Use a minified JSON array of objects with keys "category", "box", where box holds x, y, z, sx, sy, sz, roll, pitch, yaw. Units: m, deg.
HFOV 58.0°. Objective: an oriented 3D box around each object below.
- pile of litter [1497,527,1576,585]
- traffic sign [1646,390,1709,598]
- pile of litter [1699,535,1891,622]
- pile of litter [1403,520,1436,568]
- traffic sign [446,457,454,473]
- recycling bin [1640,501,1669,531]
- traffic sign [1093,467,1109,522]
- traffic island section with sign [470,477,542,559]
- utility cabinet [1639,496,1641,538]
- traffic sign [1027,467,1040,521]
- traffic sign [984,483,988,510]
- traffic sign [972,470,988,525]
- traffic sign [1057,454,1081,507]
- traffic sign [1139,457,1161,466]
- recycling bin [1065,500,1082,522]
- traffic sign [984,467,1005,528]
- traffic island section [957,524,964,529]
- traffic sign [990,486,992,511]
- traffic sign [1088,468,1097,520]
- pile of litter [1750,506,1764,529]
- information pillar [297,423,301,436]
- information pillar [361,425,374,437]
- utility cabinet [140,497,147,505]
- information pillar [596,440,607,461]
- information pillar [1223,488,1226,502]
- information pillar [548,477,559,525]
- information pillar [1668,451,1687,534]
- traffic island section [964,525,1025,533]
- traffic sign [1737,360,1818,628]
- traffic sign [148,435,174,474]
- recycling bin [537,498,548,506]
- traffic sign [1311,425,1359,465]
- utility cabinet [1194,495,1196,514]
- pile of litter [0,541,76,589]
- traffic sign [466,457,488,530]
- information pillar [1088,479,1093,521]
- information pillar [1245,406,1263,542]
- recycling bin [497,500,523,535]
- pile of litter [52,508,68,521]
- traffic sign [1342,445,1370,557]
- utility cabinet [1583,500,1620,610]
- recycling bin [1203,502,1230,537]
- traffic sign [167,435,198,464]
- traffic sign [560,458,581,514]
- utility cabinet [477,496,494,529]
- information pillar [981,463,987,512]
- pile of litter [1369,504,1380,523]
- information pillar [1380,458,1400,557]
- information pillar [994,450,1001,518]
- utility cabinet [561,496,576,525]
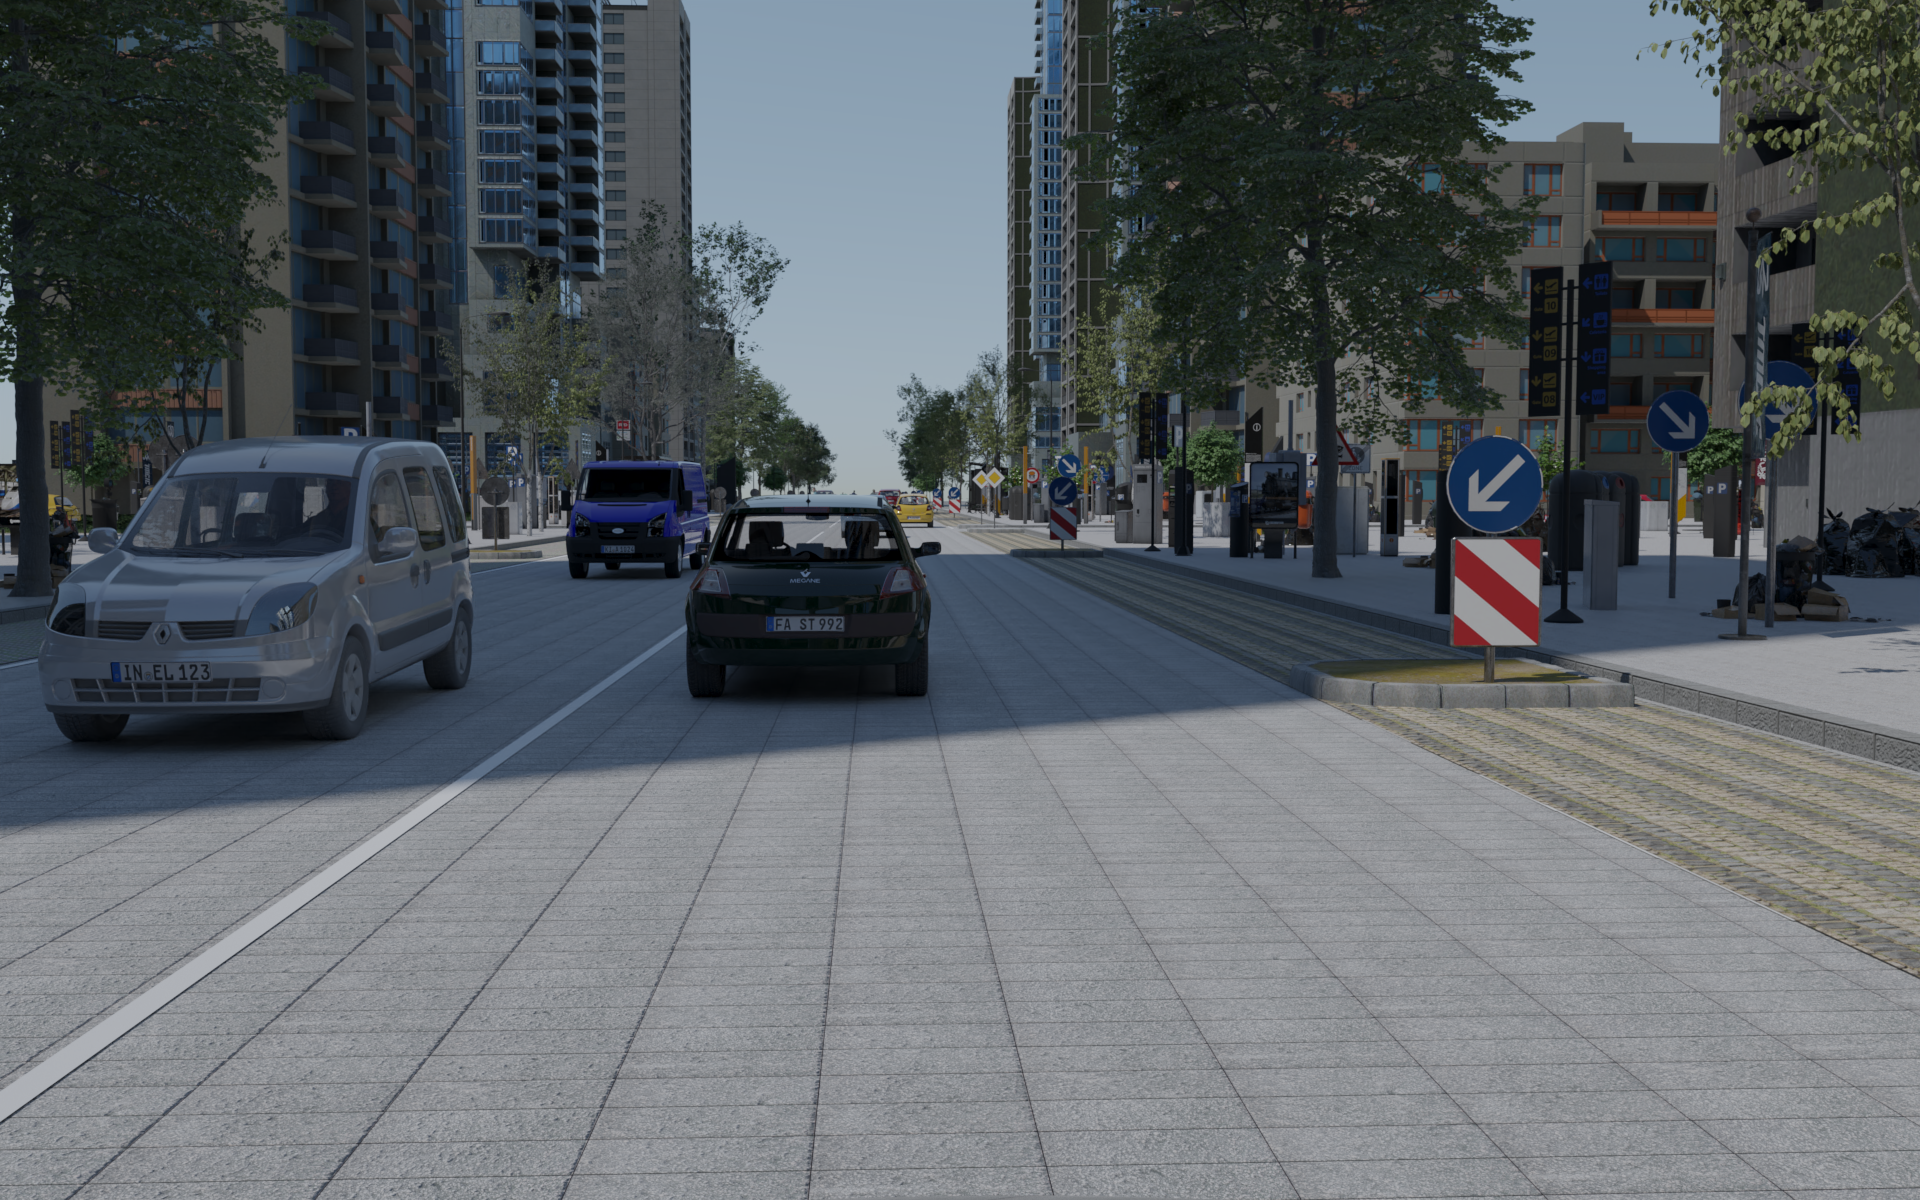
[{"category":"pile of litter","box":[7.870,-0.660,24.764,1.719,0.858,1.176,2,4,31]},{"category":"traffic sign","box":[8.772,-1.294,21.260,0.768,2.556,0.104,0,4,0]},{"category":"pile of litter","box":[8.584,-0.234,17.791,1.719,0.858,1.176,3,5,43]},{"category":"pile of litter","box":[8.335,-0.997,30.261,1.176,0.858,1.719,0,4,8]},{"category":"traffic sign","box":[-17.417,-3.558,58.284,0.768,2.556,0.104,0,4,6]},{"category":"recycling bin","box":[24.087,-2.907,60.081,0.722,1.027,0.722,0,4,3]},{"category":"traffic sign","box":[6.506,-4.902,80.249,0.768,2.556,0.104,0,4,3]},{"category":"traffic island section with sign","box":[-10.420,-1.836,38.642,1.989,1.847,2.006,0,4,-3]},{"category":"utility cabinet","box":[19.291,-2.405,50.490,0.306,1.237,1.020,-3,5,-42]},{"category":"traffic sign","box":[3.411,-5.023,82.225,0.768,2.556,0.104,0,4,-1]},{"category":"traffic sign","box":[1.802,-7.595,124.185,0.884,2.594,0.081,0,4,5]},{"category":"traffic sign","box":[0.903,-4.211,72.491,0.795,2.450,0.064,0,4,-3]},{"category":"traffic sign","box":[3.473,-3.365,55.127,0.768,2.556,0.104,0,4,-1]},{"category":"traffic sign","box":[6.253,-3.489,57.150,0.768,2.556,0.104,0,4,5]},{"category":"recycling bin","box":[5.387,-4.323,83.243,0.722,1.027,0.722,2,4,23]},{"category":"traffic sign","box":[1.283,-3.723,64.515,0.795,2.450,0.064,0,4,-3]},{"category":"traffic island section","box":[0.926,-3.076,72.569,2.009,0.180,2.903,0,4,-3]},{"category":"traffic sign","box":[2.215,-7.614,124.591,0.768,2.556,0.104,0,4,-1]},{"category":"traffic sign","box":[6.477,-5.155,84.383,0.768,2.556,0.104,0,4,-2]},{"category":"pile of litter","box":[29.718,-3.109,64.796,1.719,0.858,1.176,2,4,31]},{"category":"information pillar","box":[-21.825,-4.031,57.268,0.183,3.616,0.504,-2,4,-26]},{"category":"information pillar","box":[-20.263,-4.158,59.345,0.504,3.616,0.183,-3,5,-42]},{"category":"utility cabinet","box":[-15.167,-1.354,33.297,1.020,1.237,0.306,0,4,-4]},{"category":"information pillar","box":[-15.556,-5.122,75.098,0.504,3.616,0.183,1,4,9]},{"category":"information pillar","box":[12.889,-5.690,84.380,0.183,3.616,0.504,1,4,11]},{"category":"information pillar","box":[-17.112,-4.185,72.911,0.304,2.012,0.304,2,4,30]},{"category":"information pillar","box":[22.970,-3.916,55.380,0.504,3.616,0.183,0,4,3]},{"category":"traffic island section","box":[1.307,-2.588,64.593,2.009,0.180,2.903,0,4,-3]},{"category":"traffic sign","box":[7.789,-1.008,16.595,0.768,2.556,0.104,0,4,0]},{"category":"traffic sign","box":[-17.145,-2.278,37.355,0.768,2.556,0.104,0,4,7]},{"category":"recycling bin","box":[-26.734,-5.982,110.362,0.722,1.027,0.722,1,4,16]},{"category":"traffic sign","box":[6.944,-1.965,32.124,0.884,2.594,0.081,0,4,1]},{"category":"utility cabinet","box":[14.997,-5.982,108.962,1.020,1.237,0.306,-1,4,-19]},{"category":"pile of litter","box":[-12.596,-0.603,23.827,1.719,0.858,1.176,2,4,32]},{"category":"traffic sign","box":[-17.059,-3.756,61.410,0.884,2.594,0.081,0,4,2]},{"category":"information pillar","box":[6.066,-4.696,81.264,0.304,2.012,0.304,0,4,7]},{"category":"information pillar","box":[7.891,-3.369,46.441,0.504,3.616,0.183,2,4,30]},{"category":"recycling bin","box":[-14.288,-2.590,54.898,0.722,1.027,0.722,0,4,-6]},{"category":"pile of litter","box":[-26.878,-2.281,51.253,1.176,0.858,1.719,2,4,28]},{"category":"traffic sign","box":[7.985,-2.012,35.031,0.606,2.300,0.079,0,4,0]},{"category":"utility cabinet","box":[7.251,-0.515,19.587,0.306,1.237,1.020,1,4,15]},{"category":"recycling bin","box":[7.786,-2.418,52.084,0.722,1.027,0.722,-3,5,-45]},{"category":"traffic sign","box":[-16.618,-2.266,37.155,0.768,2.556,0.104,0,4,-1]},{"category":"traffic sign","box":[-14.071,-3.842,62.825,0.884,2.594,0.081,0,4,-2]},{"category":"utility cabinet","box":[-17.093,-3.177,63.108,1.020,1.237,0.306,0,4,5]},{"category":"information pillar","box":[1.786,-8.238,126.048,0.504,3.616,0.183,-2,4,-32]},{"category":"pile of litter","box":[18.747,-3.946,78.479,1.176,0.858,1.719,-1,4,-19]},{"category":"information pillar","box":[8.825,-1.900,35.562,0.304,2.012,0.304,0,4,-4]},{"category":"information pillar","box":[1.998,-6.210,92.894,0.183,3.616,0.504,3,4,38]},{"category":"utility cabinet","box":[-15.924,-3.672,71.199,1.020,1.237,0.306,2,4,29]}]
